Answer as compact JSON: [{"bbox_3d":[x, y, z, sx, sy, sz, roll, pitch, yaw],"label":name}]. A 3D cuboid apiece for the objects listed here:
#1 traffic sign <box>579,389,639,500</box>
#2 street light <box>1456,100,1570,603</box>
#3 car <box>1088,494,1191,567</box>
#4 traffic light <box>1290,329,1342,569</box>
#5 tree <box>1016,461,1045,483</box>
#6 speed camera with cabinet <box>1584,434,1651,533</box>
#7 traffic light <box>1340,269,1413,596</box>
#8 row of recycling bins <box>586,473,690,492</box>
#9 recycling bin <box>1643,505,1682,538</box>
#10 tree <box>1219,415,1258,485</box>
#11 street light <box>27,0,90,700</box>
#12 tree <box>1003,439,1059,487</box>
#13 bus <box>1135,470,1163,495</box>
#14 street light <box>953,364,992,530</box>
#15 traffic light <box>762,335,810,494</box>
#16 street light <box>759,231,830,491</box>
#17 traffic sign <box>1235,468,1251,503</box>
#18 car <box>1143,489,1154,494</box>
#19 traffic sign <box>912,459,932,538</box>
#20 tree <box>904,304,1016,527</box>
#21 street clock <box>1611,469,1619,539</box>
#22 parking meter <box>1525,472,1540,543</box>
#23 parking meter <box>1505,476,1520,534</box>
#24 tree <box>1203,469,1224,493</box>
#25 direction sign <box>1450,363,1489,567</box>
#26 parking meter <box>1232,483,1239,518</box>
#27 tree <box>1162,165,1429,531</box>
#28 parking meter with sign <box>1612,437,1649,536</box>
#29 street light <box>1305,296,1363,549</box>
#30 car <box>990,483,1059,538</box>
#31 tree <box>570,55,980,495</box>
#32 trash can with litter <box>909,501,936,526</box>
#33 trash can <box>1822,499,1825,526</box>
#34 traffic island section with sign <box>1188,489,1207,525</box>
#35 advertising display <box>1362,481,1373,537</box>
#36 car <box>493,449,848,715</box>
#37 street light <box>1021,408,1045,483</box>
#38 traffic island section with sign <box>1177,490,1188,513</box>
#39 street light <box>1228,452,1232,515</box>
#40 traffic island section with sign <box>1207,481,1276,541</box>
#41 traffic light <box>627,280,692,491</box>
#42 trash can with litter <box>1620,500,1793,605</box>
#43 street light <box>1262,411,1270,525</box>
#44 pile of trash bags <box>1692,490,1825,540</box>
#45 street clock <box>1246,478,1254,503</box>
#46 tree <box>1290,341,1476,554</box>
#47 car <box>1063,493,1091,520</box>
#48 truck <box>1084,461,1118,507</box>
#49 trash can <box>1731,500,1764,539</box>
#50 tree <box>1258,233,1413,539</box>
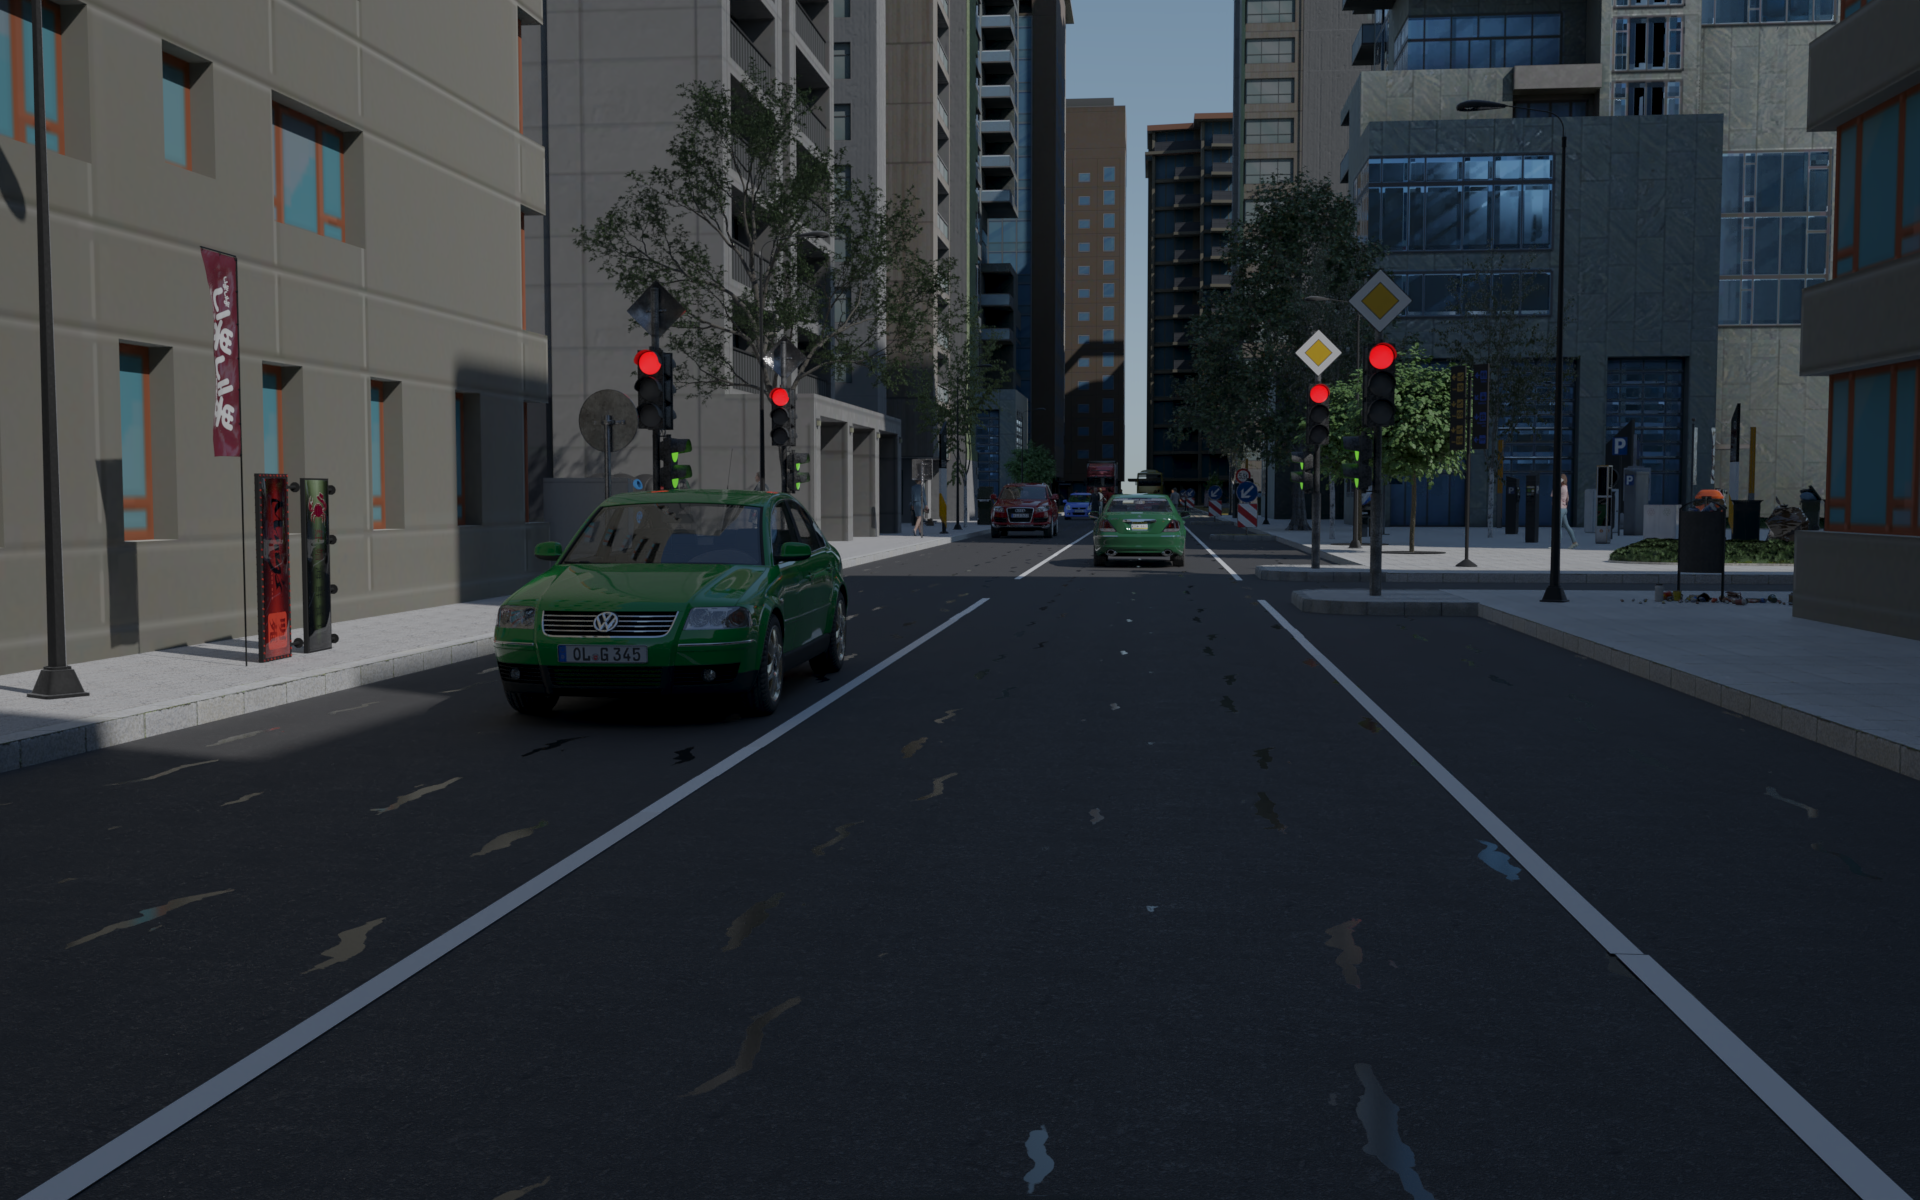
[{"bbox_3d":[-4.277,-1.281,21.047,0.768,2.556,0.104,1,4,11],"label":"traffic sign"},{"bbox_3d":[6.548,-2.935,20.525,1.470,5.913,1.316,0,4,6],"label":"street light"},{"bbox_3d":[3.695,-1.461,35.680,2.131,1.459,4.920,0,4,6],"label":"car"},{"bbox_3d":[6.106,-2.495,29.715,0.839,4.253,0.868,0,4,6],"label":"traffic light"},{"bbox_3d":[4.076,-6.373,98.805,1.663,3.219,1.824,0,3,0],"label":"tree"},{"bbox_3d":[21.693,-3.839,57.107,2.038,3.252,0.660,-1,4,-9],"label":"speed camera with cabinet"},{"bbox_3d":[5.232,-2.010,21.777,0.839,4.253,0.868,0,4,6],"label":"traffic light"},{"bbox_3d":[-6.580,-1.713,35.118,1.069,1.692,3.534,1,4,20],"label":"row of recycling bins"},{"bbox_3d":[16.542,-1.727,40.798,0.722,1.027,0.722,2,4,33],"label":"recycling bin"},{"bbox_3d":[17.132,-9.634,107.871,4.360,8.622,3.978,0,3,0],"label":"tree"},{"bbox_3d":[-5.179,-2.336,10.734,1.470,5.913,1.316,0,4,6],"label":"street light"},{"bbox_3d":[4.219,-7.277,102.697,4.285,4.588,4.351,0,3,0],"label":"tree"},{"bbox_3d":[19.118,-11.209,174.816,2.896,3.916,12.252,0,4,6],"label":"bus"},{"bbox_3d":[0.455,-5.477,62.088,1.470,5.913,1.316,0,4,6],"label":"street light"},{"bbox_3d":[-3.102,-2.556,30.708,0.839,4.253,0.868,0,4,6],"label":"traffic light"},{"bbox_3d":[-2.992,-3.561,30.771,1.470,5.913,1.316,0,4,6],"label":"street light"},{"bbox_3d":[13.945,-5.211,85.303,0.768,2.556,0.104,1,4,15],"label":"traffic sign"},{"bbox_3d":[13.283,-6.898,121.827,2.155,1.783,4.494,0,4,7],"label":"car"},{"bbox_3d":[-1.109,-2.960,50.524,0.606,2.300,0.079,1,4,12],"label":"traffic sign"},{"bbox_3d":[-0.028,-7.093,66.331,4.737,8.622,4.395,0,3,0],"label":"tree"},{"bbox_3d":[18.363,-2.717,48.993,0.471,2.002,0.358,2,4,33],"label":"street clock"},{"bbox_3d":[15.089,-2.443,45.659,0.255,1.863,0.399,3,4,37],"label":"parking meter"},{"bbox_3d":[17.636,-3.031,55.260,0.399,1.863,0.255,3,4,38],"label":"parking meter"},{"bbox_3d":[19.666,-8.559,134.543,1.663,3.219,1.824,0,3,0],"label":"tree"},{"bbox_3d":[8.941,-2.353,30.471,0.379,3.537,0.876,-2,4,-29],"label":"direction sign"},{"bbox_3d":[14.629,-5.270,91.872,0.255,1.863,0.399,-1,4,-15],"label":"parking meter"},{"bbox_3d":[11.843,-8.794,60.793,9.611,12.733,9.660,0,3,0],"label":"tree"},{"bbox_3d":[20.939,-3.503,53.533,1.738,3.016,0.543,-2,4,-31],"label":"parking meter with sign"},{"bbox_3d":[8.788,-4.173,40.764,1.470,5.913,1.316,0,4,6],"label":"street light"},{"bbox_3d":[2.201,-3.027,58.161,2.281,1.827,5.304,0,4,6],"label":"car"},{"bbox_3d":[-3.690,-6.247,36.556,8.767,10.594,7.601,-1,4,-21],"label":"tree"},{"bbox_3d":[-1.503,-3.579,69.902,1.055,1.170,0.624,-1,4,-13],"label":"trash can with litter"},{"bbox_3d":[23.952,-2.183,47.339,0.748,1.137,0.748,0,3,0],"label":"trash can"},{"bbox_3d":[11.802,-4.431,81.068,1.989,1.847,2.006,0,4,6],"label":"traffic island section with sign"},{"bbox_3d":[12.067,-2.848,51.782,0.123,1.923,0.974,3,5,40],"label":"advertising display"},{"bbox_3d":[-1.947,-0.238,12.684,1.959,1.807,4.718,0,4,5],"label":"car"},{"bbox_3d":[3.908,-7.410,93.698,1.470,5.913,1.316,0,4,6],"label":"street light"},{"bbox_3d":[17.289,-7.483,130.969,1.989,1.847,2.006,0,4,6],"label":"traffic island section with sign"},{"bbox_3d":[15.761,-8.056,104.255,1.470,5.913,1.316,0,4,6],"label":"street light"},{"bbox_3d":[8.849,-2.792,54.275,1.989,1.847,2.006,0,4,6],"label":"traffic island section with sign"},{"bbox_3d":[-3.976,-2.070,22.771,0.839,4.253,0.868,0,4,6],"label":"traffic light"},{"bbox_3d":[9.092,-0.568,20.348,2.233,1.210,1.678,3,4,38],"label":"trash can with litter"},{"bbox_3d":[12.364,-6.138,72.901,1.470,5.913,1.316,0,4,6],"label":"street light"},{"bbox_3d":[16.933,-1.592,35.775,3.447,1.369,1.912,3,4,38],"label":"pile of trash bags"},{"bbox_3d":[13.211,-4.552,78.999,0.358,2.002,0.471,-1,4,-12],"label":"street clock"},{"bbox_3d":[9.748,-3.281,37.356,4.285,4.588,4.351,0,3,0],"label":"tree"},{"bbox_3d":[6.742,-5.324,96.640,1.945,1.707,3.694,0,4,7],"label":"car"},{"bbox_3d":[12.216,-9.783,148.859,2.839,4.237,11.283,0,4,6],"label":"truck"},{"bbox_3d":[19.262,-1.882,42.417,0.748,1.137,0.748,0,3,0],"label":"trash can"},{"bbox_3d":[10.531,-6.010,48.630,4.360,8.622,3.978,0,3,0],"label":"tree"}]
